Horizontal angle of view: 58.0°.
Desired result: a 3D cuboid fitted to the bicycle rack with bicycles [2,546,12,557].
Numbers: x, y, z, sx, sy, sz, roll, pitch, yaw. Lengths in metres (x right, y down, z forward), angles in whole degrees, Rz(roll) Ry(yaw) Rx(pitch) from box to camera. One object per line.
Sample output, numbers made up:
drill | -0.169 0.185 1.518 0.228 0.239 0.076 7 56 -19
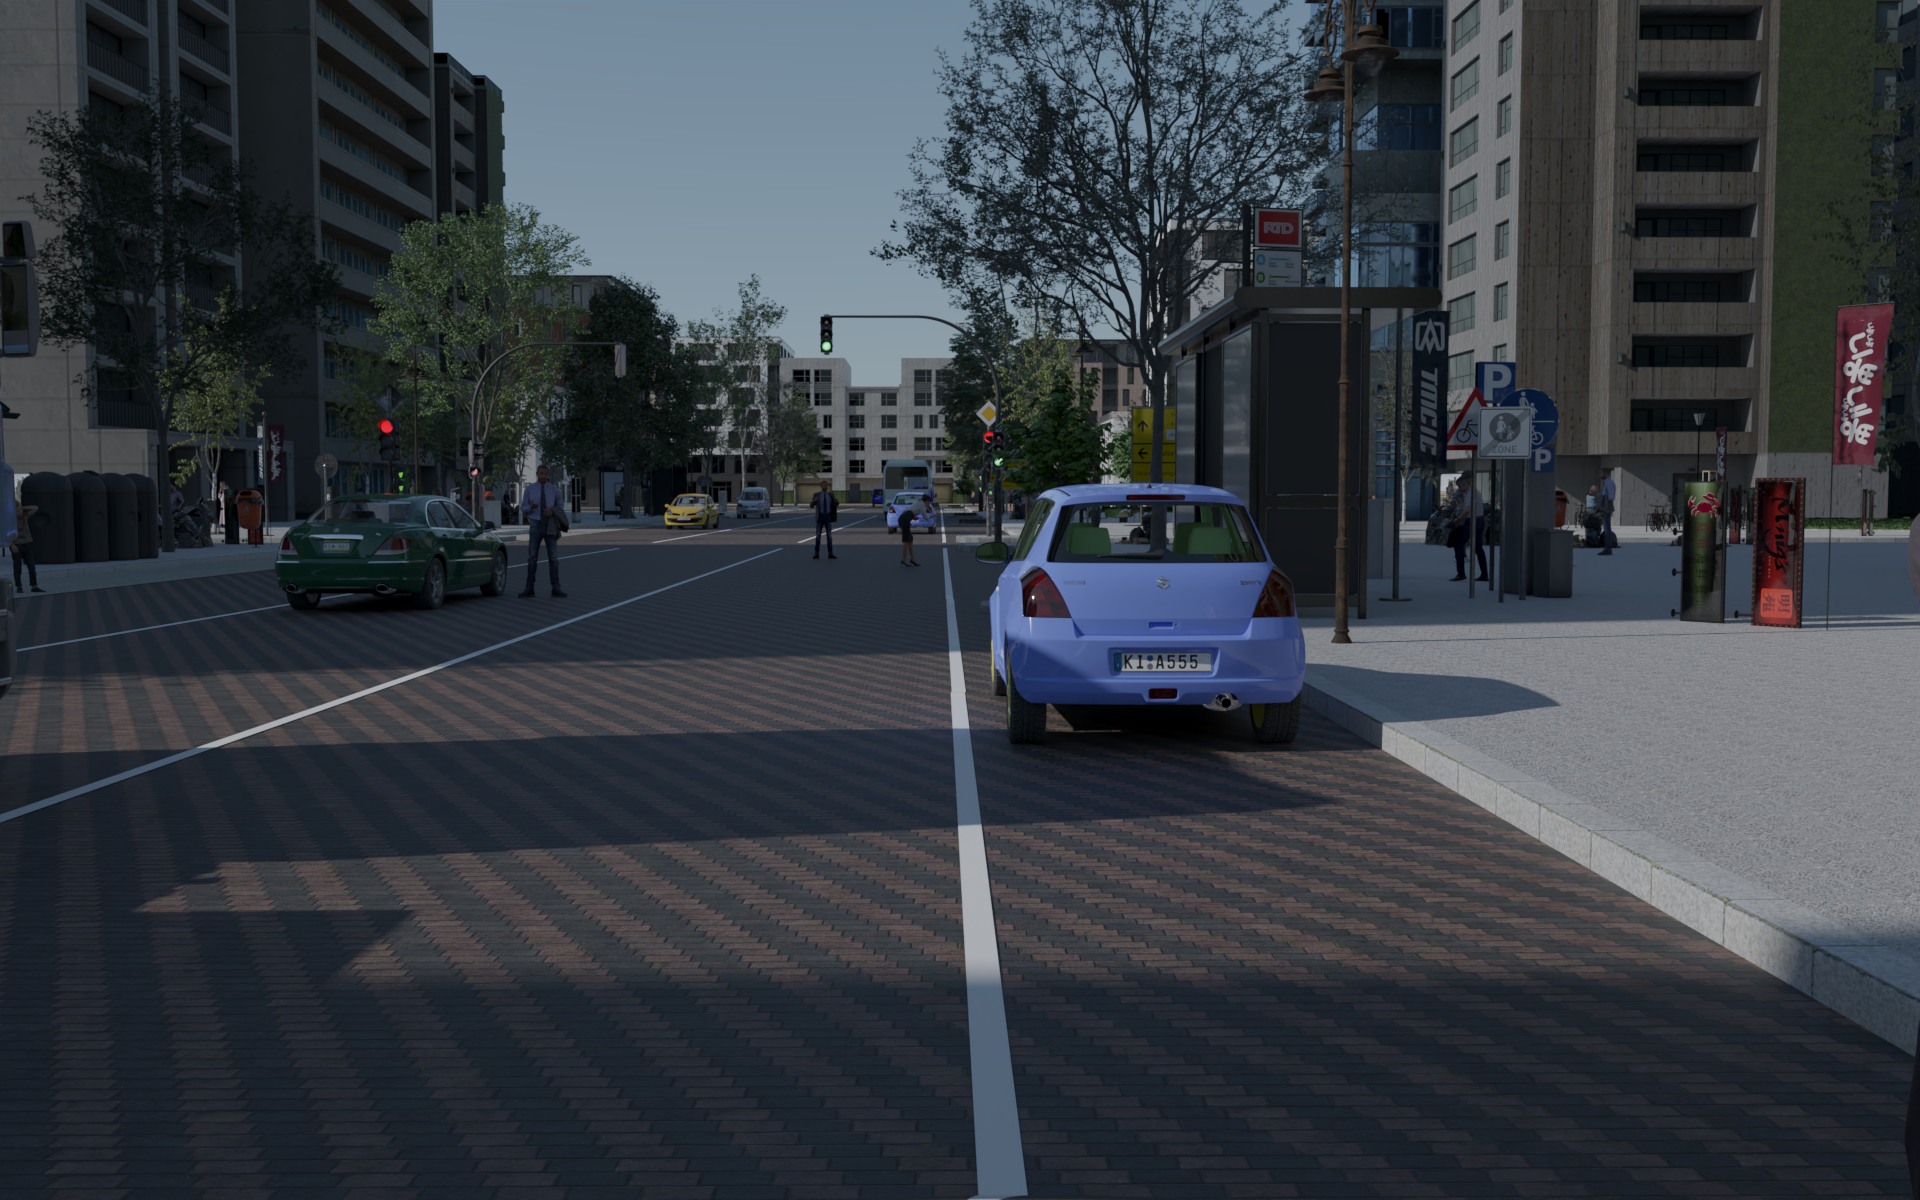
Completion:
bicycle rack with bicycles | -18.771 -1.384 36.003 2.852 0.926 2.925 0 4 -2

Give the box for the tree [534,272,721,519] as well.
tree | -17.227 -10.573 89.881 9.611 12.733 9.660 0 3 0

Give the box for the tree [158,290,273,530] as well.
tree | -26.444 -6.780 61.220 4.737 8.622 4.395 0 3 0

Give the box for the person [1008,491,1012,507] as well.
person | 4.968 -10.099 172.625 0.415 1.643 0.593 -3 4 -36

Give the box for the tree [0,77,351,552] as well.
tree | -17.444 -6.350 38.231 8.767 10.594 7.601 0 4 -1

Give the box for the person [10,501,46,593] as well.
person | -13.502 -0.770 24.997 0.340 1.345 0.435 2 4 25

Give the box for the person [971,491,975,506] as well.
person | 1.406 -11.391 192.993 0.721 1.736 1.217 -1 4 -10

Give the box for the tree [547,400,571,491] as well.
tree | -29.162 -10.645 124.405 4.360 8.622 3.978 0 3 0

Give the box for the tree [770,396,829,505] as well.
tree | -18.647 -17.172 198.882 7.486 12.596 7.792 0 3 0

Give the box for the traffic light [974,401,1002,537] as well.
traffic light | 0.856 -3.867 52.143 0.839 4.253 0.868 0 4 -1

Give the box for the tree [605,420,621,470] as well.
tree | -25.740 -10.016 114.117 4.737 8.622 4.395 0 3 0

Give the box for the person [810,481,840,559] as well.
person | -2.990 -1.772 38.291 0.655 1.722 0.431 -1 4 -11

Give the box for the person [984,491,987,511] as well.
person | 2.103 -7.707 132.975 0.530 1.710 0.541 0 4 7

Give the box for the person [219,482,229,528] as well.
person | -27.945 -3.614 65.807 0.551 1.740 0.621 2 4 33

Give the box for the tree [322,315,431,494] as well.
tree | -24.571 -7.444 72.079 4.737 8.622 4.395 0 3 0

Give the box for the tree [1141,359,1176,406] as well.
tree | 10.833 -8.850 95.061 4.737 8.622 4.395 0 3 0

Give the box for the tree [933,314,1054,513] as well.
tree | 2.829 -12.927 118.013 9.857 13.997 8.962 0 3 0

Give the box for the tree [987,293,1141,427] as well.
tree | 3.233 -6.876 62.792 4.737 8.622 4.395 0 3 0

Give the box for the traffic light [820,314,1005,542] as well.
traffic light | -1.142 -4.240 43.993 4.771 5.953 1.251 0 4 -1

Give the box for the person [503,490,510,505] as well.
person | -27.786 -5.963 106.085 0.480 1.512 0.613 -3 4 -38

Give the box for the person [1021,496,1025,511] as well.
person | 3.823 -5.692 103.011 0.435 1.345 0.340 1 4 17

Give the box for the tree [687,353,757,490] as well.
tree | -18.474 -12.302 126.896 9.928 11.665 9.643 0 3 0

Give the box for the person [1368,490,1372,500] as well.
person | 18.340 -4.400 78.520 0.617 1.759 0.750 1 4 15

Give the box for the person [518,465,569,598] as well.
person | -5.752 -0.951 23.925 0.709 1.838 0.599 -1 4 -20

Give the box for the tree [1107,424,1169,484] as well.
tree | 7.418 -5.268 69.842 4.285 4.588 4.351 0 3 0

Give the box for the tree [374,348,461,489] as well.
tree | -27.258 -8.348 86.859 4.360 8.622 3.978 0 3 0

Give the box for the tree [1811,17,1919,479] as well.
tree | 14.424 -4.579 25.234 4.360 8.622 3.978 0 3 0

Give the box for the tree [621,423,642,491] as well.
tree | -23.149 -10.344 119.489 4.737 8.622 4.395 0 3 0

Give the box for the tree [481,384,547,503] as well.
tree | -28.383 -9.681 108.643 4.360 8.622 3.978 0 3 0

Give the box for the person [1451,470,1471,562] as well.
person | 9.500 -1.583 32.651 0.376 1.734 0.841 2 4 33

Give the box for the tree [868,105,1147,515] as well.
tree | 2.285 -14.034 85.352 12.611 20.169 13.585 0 3 0

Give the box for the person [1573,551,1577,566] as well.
person | 10.755 -0.871 30.765 0.357 0.543 0.381 3 5 42

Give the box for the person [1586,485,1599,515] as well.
person | 19.802 -2.808 54.163 0.429 1.552 0.499 1 4 22

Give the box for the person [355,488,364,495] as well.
person | -31.348 -5.048 90.543 0.963 1.587 0.435 -1 4 -16

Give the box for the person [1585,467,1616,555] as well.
person | 13.438 -1.862 36.350 0.599 1.838 0.709 1 4 17

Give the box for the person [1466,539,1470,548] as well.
person | 12.026 -1.496 40.977 0.357 0.543 0.381 1 4 23

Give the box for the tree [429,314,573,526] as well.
tree | -18.050 -7.328 70.183 4.737 8.622 4.395 0 3 0

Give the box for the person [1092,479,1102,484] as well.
person | 3.201 -2.106 41.200 0.376 1.734 0.841 1 4 9

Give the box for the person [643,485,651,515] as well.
person | -18.832 -6.008 104.406 0.598 1.807 0.434 0 4 5

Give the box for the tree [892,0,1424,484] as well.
tree | 3.786 -7.514 33.216 12.009 13.543 11.850 0 3 0

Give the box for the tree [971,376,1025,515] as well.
tree | 2.911 -9.616 107.591 4.360 8.622 3.978 0 3 0

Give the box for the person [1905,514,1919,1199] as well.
person | 1.893 0.391 2.914 0.445 1.727 0.742 -1 4 -21

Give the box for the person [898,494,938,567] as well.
person | -0.862 -1.388 34.376 0.628 1.438 0.799 2 4 25

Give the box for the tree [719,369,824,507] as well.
tree | -18.511 -15.848 169.482 12.009 13.543 11.850 0 3 0

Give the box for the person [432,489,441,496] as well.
person | -11.521 -1.668 37.982 0.499 1.552 0.429 -3 5 -40

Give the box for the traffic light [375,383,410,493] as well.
traffic light | -14.432 -3.367 43.964 0.839 4.253 0.868 0 4 -1

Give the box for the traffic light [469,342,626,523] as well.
traffic light | -12.434 -4.730 52.008 4.771 5.953 1.251 0 4 -1

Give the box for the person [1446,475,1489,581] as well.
person | 7.463 -1.051 25.434 0.590 1.554 0.614 2 4 26

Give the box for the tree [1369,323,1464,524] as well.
tree | 19.089 -7.552 73.841 4.360 8.622 3.978 0 3 0

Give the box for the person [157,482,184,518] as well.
person | -20.162 -2.223 44.352 0.963 1.587 0.435 1 4 14

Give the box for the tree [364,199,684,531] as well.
tree | -16.654 -8.231 60.334 9.928 11.665 9.643 0 3 0
